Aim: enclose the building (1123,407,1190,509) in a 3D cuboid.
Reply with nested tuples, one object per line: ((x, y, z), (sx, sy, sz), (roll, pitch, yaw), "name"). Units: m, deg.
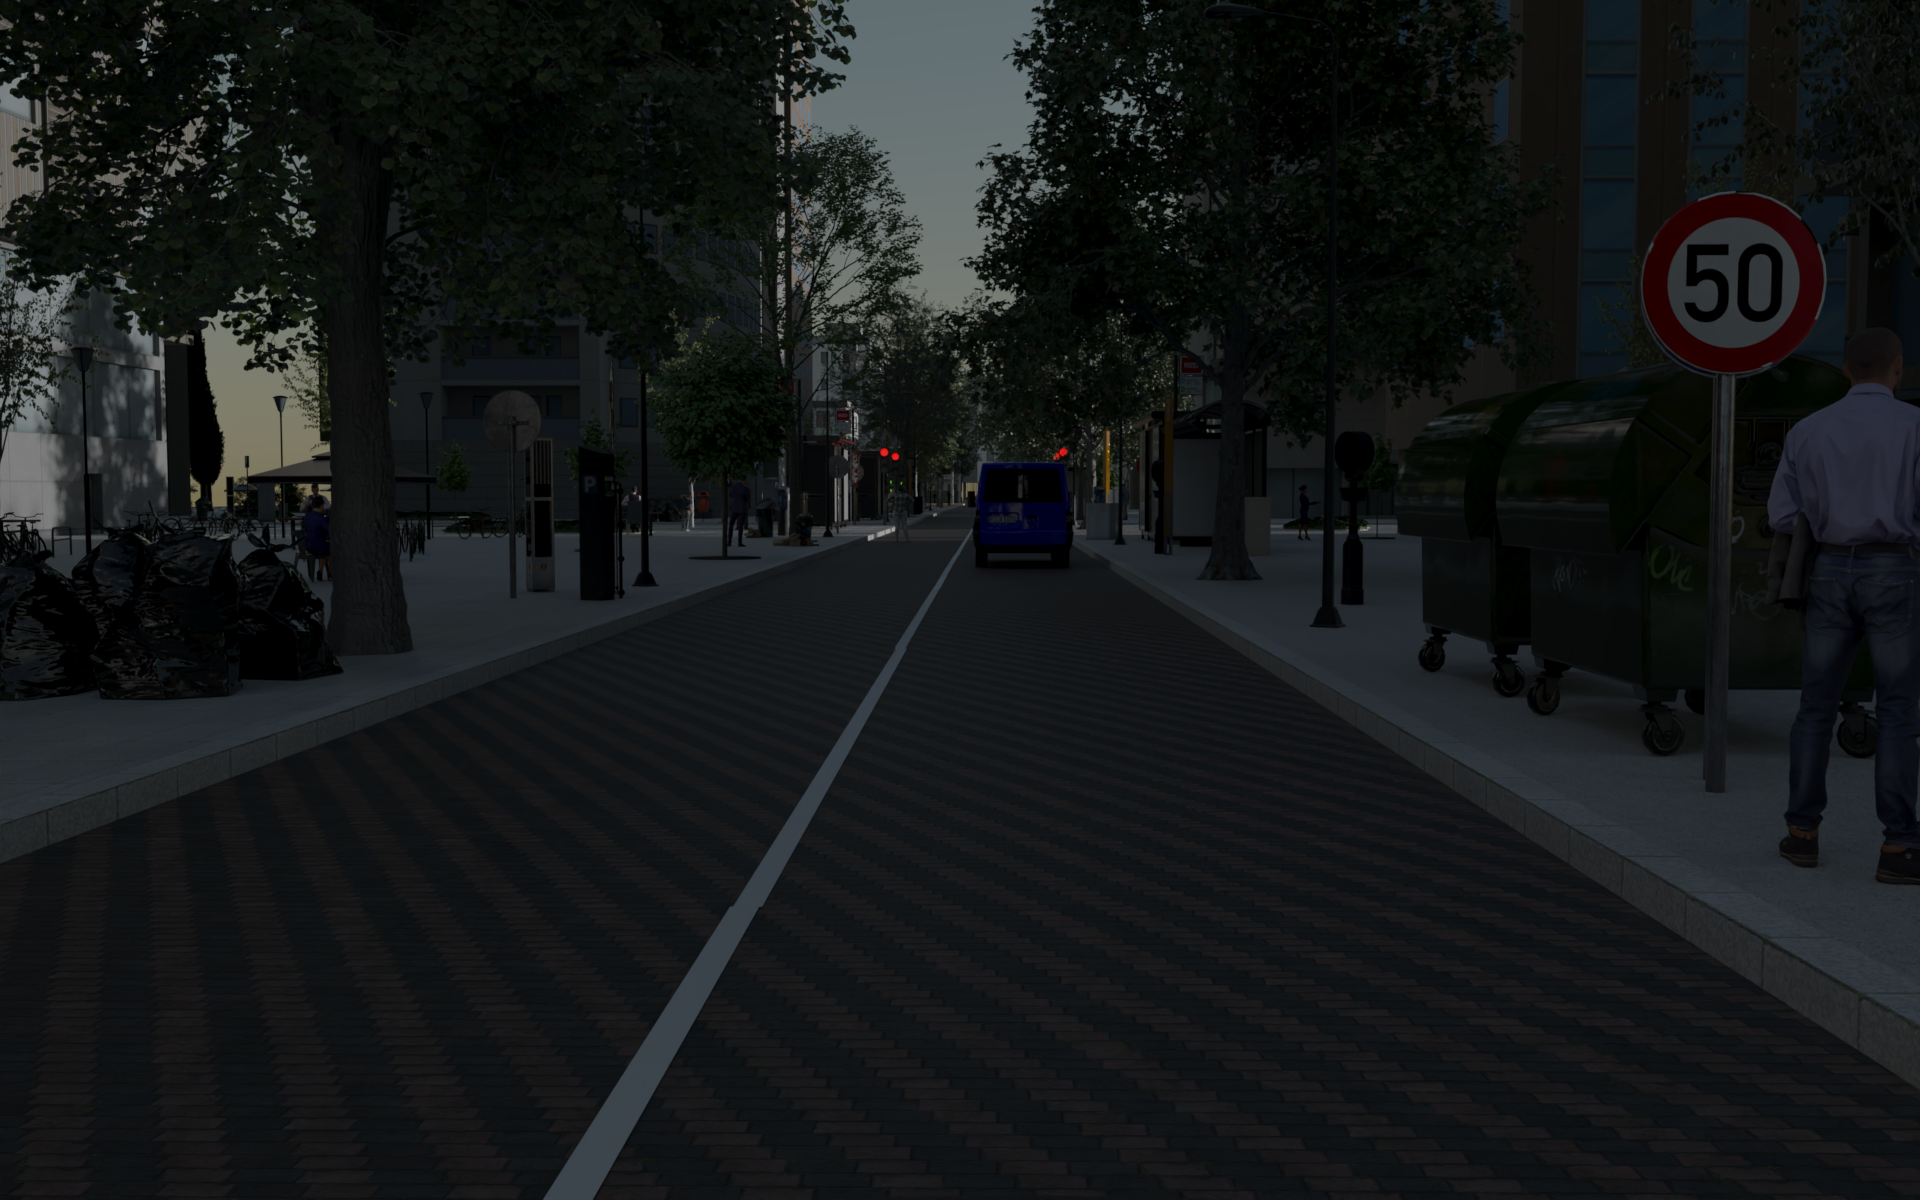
((27.982, -17.983, 139.061), (27.650, 21.520, 28.899), (0, 4, 1), "building")

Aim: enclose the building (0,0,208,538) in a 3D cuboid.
((-39.947, -28.044, 47.759), (27.495, 52.752, 28.713), (0, 4, 1), "building")

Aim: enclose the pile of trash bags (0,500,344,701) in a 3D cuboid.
((-5.563, -0.074, 10.964), (1.912, 1.369, 3.447), (1, 4, 12), "pile of trash bags")

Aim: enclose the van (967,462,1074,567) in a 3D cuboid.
((1.250, -1.906, 35.551), (2.240, 2.365, 5.245), (0, 4, 1), "van")

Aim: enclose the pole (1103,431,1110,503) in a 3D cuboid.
((4.714, -3.791, 55.826), (0.158, 3.312, 0.155), (0, 3, 0), "pole")

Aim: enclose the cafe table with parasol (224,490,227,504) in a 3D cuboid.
((-45.871, -6.472, 110.687), (2.610, 1.966, 2.610), (2, 4, 25), "cafe table with parasol")

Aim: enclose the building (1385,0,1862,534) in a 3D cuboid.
((20.720, -24.364, 48.460), (14.600, 45.320, 14.200), (0, 4, 1), "building")

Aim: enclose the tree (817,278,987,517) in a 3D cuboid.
((-3.146, -11.372, 96.309), (12.009, 13.543, 11.850), (0, 3, 0), "tree")

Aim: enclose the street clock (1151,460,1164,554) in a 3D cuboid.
((4.290, -1.986, 37.040), (0.358, 2.002, 0.471), (2, 4, 33), "street clock")

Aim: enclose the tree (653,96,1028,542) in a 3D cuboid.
((-4.554, -7.352, 45.964), (9.928, 11.665, 9.643), (0, 3, 0), "tree")

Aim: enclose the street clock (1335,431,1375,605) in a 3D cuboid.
((4.549, -0.945, 20.026), (0.358, 2.002, 0.471), (-2, 4, -24), "street clock")

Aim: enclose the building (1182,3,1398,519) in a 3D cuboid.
((27.136, -31.178, 99.005), (27.495, 52.752, 28.713), (0, 4, 1), "building")

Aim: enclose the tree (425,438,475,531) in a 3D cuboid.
((-17.437, -3.995, 59.924), (1.663, 3.219, 1.824), (0, 3, 0), "tree")

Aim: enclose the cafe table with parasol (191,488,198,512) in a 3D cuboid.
((-49.594, -6.410, 109.664), (2.610, 1.966, 2.610), (-2, 4, -34), "cafe table with parasol")

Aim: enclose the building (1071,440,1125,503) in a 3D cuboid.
((26.148, -18.845, 250.254), (28.070, 9.664, 9.099), (0, 4, 1), "building")

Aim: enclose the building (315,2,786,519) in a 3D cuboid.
((-22.312, -34.108, 99.672), (21.231, 58.520, 28.212), (0, 4, 1), "building")

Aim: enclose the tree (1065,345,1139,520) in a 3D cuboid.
((5.762, -9.706, 84.448), (9.928, 11.665, 9.643), (0, 3, 0), "tree")

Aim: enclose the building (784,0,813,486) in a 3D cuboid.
((-18.995, -29.526, 132.859), (14.600, 45.320, 14.200), (0, 4, 1), "building")

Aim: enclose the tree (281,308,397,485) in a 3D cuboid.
((-21.962, -6.855, 62.449), (4.737, 8.622, 4.395), (0, 3, 0), "tree")

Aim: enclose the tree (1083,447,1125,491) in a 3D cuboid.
((5.935, -4.672, 70.980), (1.663, 3.219, 1.824), (0, 3, 0), "tree")

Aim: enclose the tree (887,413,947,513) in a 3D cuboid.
((-2.722, -10.352, 119.613), (4.737, 8.622, 4.395), (0, 3, 0), "tree")

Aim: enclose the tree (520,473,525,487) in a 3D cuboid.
((-20.078, -5.364, 82.301), (1.663, 3.219, 1.824), (0, 3, 0), "tree")

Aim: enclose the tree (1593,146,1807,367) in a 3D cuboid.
((15.960, -5.295, 36.932), (4.737, 8.622, 4.395), (0, 3, 0), "tree")

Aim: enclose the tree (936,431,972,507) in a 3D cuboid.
((-1.995, -14.749, 175.558), (7.601, 10.594, 8.767), (-3, 4, -38), "tree")

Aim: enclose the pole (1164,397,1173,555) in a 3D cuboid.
((4.383, -2.603, 36.402), (0.158, 3.312, 0.155), (0, 3, 0), "pole")

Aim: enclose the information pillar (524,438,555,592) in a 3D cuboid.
((-5.518, -1.116, 22.732), (0.304, 2.012, 0.304), (-2, 4, -31), "information pillar")

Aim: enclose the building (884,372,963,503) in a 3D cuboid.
((-15.482, -23.748, 254.733), (31.486, 18.905, 16.747), (0, 4, 1), "building")

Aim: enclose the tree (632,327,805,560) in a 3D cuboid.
((-4.744, -3.090, 34.234), (4.285, 4.588, 4.351), (0, 3, 0), "tree")

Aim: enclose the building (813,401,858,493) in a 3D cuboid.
((-14.381, -13.916, 169.669), (9.099, 9.664, 28.070), (0, 4, 1), "building")

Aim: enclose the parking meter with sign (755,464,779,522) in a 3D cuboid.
((-8.749, -5.121, 79.996), (1.738, 3.016, 0.543), (2, 4, 29), "parking meter with sign")

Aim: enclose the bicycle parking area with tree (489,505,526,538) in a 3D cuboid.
((-17.293, -3.838, 49.759), (8.231, 4.147, 9.016), (2, 4, 35), "bicycle parking area with tree")

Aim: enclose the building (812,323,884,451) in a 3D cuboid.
((-16.731, -21.041, 200.447), (16.016, 20.091, 11.380), (0, 4, 1), "building")

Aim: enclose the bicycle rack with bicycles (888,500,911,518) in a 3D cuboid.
((-4.203, -4.895, 93.421), (2.925, 0.926, 2.852), (-2, 4, -32), "bicycle rack with bicycles")

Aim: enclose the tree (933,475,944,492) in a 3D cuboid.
((-2.164, -14.564, 188.486), (4.360, 8.622, 3.978), (0, 3, 0), "tree")

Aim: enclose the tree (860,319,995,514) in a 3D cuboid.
((-2.878, -11.817, 111.331), (7.486, 12.596, 7.792), (0, 3, 0), "tree")

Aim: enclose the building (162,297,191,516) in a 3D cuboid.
((-59.736, -26.975, 95.669), (28.867, 44.769, 22.147), (0, 4, 1), "building")

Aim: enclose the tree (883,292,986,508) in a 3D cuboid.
((-0.539, -18.674, 161.205), (12.611, 20.169, 13.585), (0, 3, 0), "tree")

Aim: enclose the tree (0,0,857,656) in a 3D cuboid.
((-4.719, -6.540, 13.585), (9.857, 13.997, 8.962), (0, 3, 0), "tree")

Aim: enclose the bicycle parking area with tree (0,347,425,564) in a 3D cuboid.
((-14.603, -2.902, 34.457), (8.231, 4.147, 9.016), (0, 4, -3), "bicycle parking area with tree")

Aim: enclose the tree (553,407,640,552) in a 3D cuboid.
((-8.184, -2.692, 38.618), (1.663, 3.219, 1.824), (0, 3, 0), "tree")

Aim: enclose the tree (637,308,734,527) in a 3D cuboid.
((-10.317, -7.099, 66.425), (4.737, 8.622, 4.395), (0, 3, 0), "tree")

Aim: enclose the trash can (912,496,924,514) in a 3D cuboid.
((-2.649, -5.973, 109.308), (0.748, 1.137, 0.748), (0, 3, 0), "trash can")

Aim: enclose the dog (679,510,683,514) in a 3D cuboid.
((-13.824, -4.156, 84.787), (0.540, 0.507, 0.406), (0, 4, -4), "dog")

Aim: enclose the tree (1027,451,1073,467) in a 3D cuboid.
((5.578, -7.723, 109.980), (4.285, 4.588, 4.351), (0, 3, 0), "tree")

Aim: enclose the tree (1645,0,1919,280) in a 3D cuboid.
((7.614, -3.840, 13.139), (4.360, 8.622, 3.978), (0, 3, 0), "tree")

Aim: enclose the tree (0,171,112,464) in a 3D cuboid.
((-22.466, -5.515, 40.540), (4.360, 8.622, 3.978), (0, 3, 0), "tree")

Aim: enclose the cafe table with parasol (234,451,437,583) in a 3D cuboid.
((-9.151, -1.278, 25.754), (2.610, 1.966, 2.610), (-1, 4, -12), "cafe table with parasol")

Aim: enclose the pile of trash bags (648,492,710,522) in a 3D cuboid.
((-13.226, -4.275, 79.642), (3.447, 1.369, 1.912), (-1, 4, -10), "pile of trash bags")

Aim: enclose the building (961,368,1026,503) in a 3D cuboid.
((5.933, -24.291, 253.578), (11.380, 20.091, 16.016), (0, 4, 1), "building")

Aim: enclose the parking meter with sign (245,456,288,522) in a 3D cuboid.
((-31.687, -5.071, 79.169), (1.738, 3.016, 0.543), (-2, 4, -33), "parking meter with sign")

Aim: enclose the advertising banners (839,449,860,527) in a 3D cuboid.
((-4.678, -4.410, 68.296), (2.074, 3.025, 0.090), (3, 5, 40), "advertising banners")

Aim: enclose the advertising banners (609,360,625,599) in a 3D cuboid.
((-4.385, -1.585, 22.096), (0.090, 3.025, 2.074), (-1, 4, -14), "advertising banners")

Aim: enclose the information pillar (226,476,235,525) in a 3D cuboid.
((-30.388, -4.138, 72.143), (0.304, 2.012, 0.304), (-1, 4, -21), "information pillar")

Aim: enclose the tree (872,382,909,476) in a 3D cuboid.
((-3.169, -13.756, 141.915), (9.611, 12.733, 9.660), (0, 3, 0), "tree")

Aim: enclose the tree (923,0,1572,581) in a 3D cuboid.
((4.177, -6.649, 25.712), (9.611, 12.733, 9.660), (0, 3, 0), "tree")

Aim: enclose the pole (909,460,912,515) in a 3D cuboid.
((-2.979, -6.726, 103.809), (0.158, 3.312, 0.155), (0, 3, 0), "pole")

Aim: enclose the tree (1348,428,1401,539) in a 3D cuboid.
((12.023, -3.355, 49.454), (1.663, 3.219, 1.824), (0, 3, 0), "tree")

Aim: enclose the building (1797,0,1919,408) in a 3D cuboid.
((23.426, -22.282, 18.940), (22.147, 44.769, 28.867), (0, 4, 1), "building")

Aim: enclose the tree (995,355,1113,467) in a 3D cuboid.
((6.973, -12.143, 116.664), (7.486, 12.596, 7.792), (0, 3, 0), "tree")

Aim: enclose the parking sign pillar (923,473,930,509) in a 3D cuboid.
((-3.229, -9.998, 151.946), (1.447, 3.967, 1.447), (1, 4, 11), "parking sign pillar")
